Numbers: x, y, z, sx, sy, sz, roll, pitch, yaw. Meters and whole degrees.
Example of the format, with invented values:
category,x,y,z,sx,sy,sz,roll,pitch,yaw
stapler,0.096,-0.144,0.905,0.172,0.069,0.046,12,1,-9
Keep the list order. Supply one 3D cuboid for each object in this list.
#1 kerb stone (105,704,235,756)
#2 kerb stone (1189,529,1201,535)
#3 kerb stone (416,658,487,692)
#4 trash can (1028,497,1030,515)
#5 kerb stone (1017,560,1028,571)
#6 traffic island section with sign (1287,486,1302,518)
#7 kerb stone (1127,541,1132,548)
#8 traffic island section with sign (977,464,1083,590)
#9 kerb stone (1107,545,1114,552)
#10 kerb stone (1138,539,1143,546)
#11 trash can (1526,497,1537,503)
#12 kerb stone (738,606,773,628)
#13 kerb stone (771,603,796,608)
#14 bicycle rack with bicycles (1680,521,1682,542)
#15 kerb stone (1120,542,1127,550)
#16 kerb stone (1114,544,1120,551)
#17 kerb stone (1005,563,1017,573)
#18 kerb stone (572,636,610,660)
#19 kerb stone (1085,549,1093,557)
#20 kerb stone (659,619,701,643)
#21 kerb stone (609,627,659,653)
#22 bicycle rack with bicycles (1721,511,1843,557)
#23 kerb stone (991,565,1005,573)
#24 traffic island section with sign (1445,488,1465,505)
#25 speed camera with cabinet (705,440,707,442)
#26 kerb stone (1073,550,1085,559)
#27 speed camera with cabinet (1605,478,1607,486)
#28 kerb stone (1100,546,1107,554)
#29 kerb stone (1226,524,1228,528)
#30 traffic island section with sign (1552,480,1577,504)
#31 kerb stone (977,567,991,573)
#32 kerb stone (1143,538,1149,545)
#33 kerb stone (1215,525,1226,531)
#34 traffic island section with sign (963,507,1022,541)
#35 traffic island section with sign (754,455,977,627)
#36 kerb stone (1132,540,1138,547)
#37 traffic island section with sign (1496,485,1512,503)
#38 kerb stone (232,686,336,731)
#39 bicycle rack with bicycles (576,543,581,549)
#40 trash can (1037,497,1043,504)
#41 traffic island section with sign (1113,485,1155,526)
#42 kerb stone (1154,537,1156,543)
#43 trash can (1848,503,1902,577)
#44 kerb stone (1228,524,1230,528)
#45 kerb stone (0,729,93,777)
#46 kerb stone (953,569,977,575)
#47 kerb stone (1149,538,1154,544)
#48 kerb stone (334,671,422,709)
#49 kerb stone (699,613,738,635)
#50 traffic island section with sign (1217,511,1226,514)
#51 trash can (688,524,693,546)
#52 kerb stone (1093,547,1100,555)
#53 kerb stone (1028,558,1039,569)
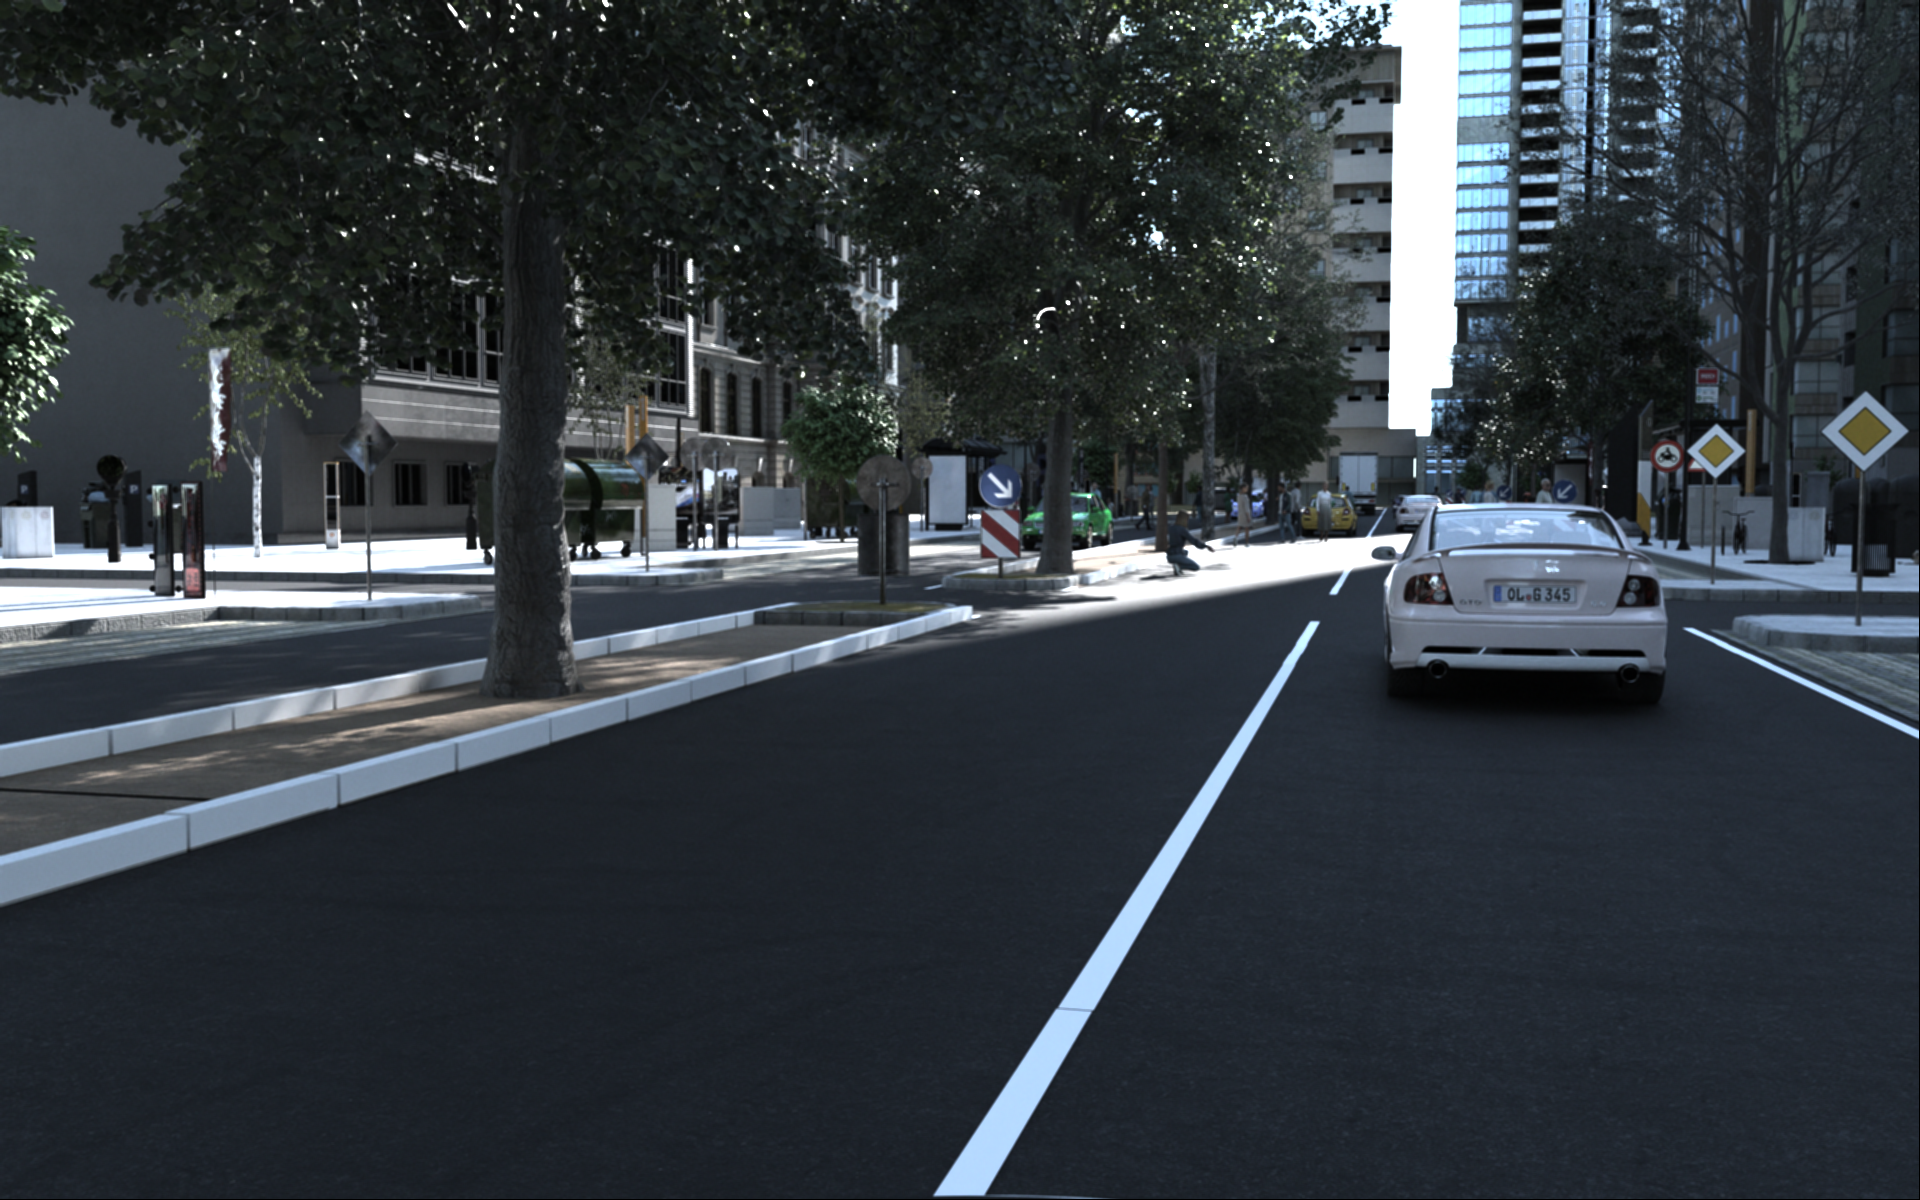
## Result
category,x,y,z,sx,sy,sz,roll,pitch,yaw
kerb stone,-4.562,0.750,9.955,0.120,0.150,1.000,1,4,14
kerb stone,8.311,-2.386,61.205,0.120,0.150,1.000,1,4,14
kerb stone,-3.812,0.567,12.952,0.120,0.150,1.000,1,4,14
trash can,3.806,-5.070,94.544,0.748,1.137,0.748,0,3,0
kerb stone,1.070,-0.617,32.367,0.120,0.150,1.000,1,4,14
traffic island section with sign,19.067,-5.597,99.645,2.006,1.907,1.989,1,4,14
kerb stone,4.310,-1.413,45.301,0.120,0.150,1.000,1,4,14
traffic island section with sign,0.768,-1.139,26.760,2.006,1.907,1.989,1,4,14
kerb stone,3.557,-1.221,42.314,0.120,0.150,1.000,1,4,14
kerb stone,4.807,-1.535,47.294,0.120,0.150,1.000,1,4,14
trash can,26.410,-4.156,79.596,0.748,1.137,0.748,0,3,0
kerb stone,-2.306,0.202,18.926,0.120,0.150,1.000,1,4,14
kerb stone,-2.063,0.139,19.928,0.120,0.150,1.000,1,4,14
bicycle rack with bicycles,20.394,-1.980,45.762,2.852,0.926,2.925,-1,4,-16
kerb stone,4.070,-1.352,44.307,0.120,0.150,1.000,1,4,14
kerb stone,3.813,-1.291,43.308,0.120,0.150,1.000,1,4,14
kerb stone,0.815,-0.556,31.368,0.120,0.150,1.000,1,4,14
kerb stone,-3.316,0.443,14.948,0.120,0.150,1.000,1,4,14
kerb stone,2.817,-1.048,39.327,0.120,0.150,1.000,1,4,14
kerb stone,-2.811,0.321,16.944,0.120,0.150,1.000,1,4,14
kerb stone,-3.058,0.382,15.946,0.120,0.150,1.000,1,4,14
bicycle rack with bicycles,17.369,-1.438,36.901,2.852,0.926,2.925,2,4,24
kerb stone,0.568,-0.498,30.375,0.120,0.150,1.000,1,4,14
traffic island section with sign,35.667,-7.050,123.901,1.989,1.847,2.006,1,4,14
speed camera with cabinet,-8.764,-4.231,63.516,2.038,3.252,0.660,-3,4,-36
kerb stone,2.561,-0.987,38.332,0.120,0.150,1.000,1,4,14
speed camera with cabinet,36.599,-6.172,95.252,2.038,3.252,0.660,2,4,27
kerb stone,3.314,-1.170,41.321,0.120,0.150,1.000,1,4,14
kerb stone,10.812,-2.992,71.134,0.120,0.150,1.000,1,4,14
traffic island section with sign,16.728,-2.437,48.476,1.989,1.847,2.006,1,4,14
kerb stone,0.309,-0.439,29.372,0.120,0.150,1.000,1,4,14
kerb stone,5.065,-1.596,48.283,0.120,0.150,1.000,1,4,14
kerb stone,10.553,-2.931,70.145,0.120,0.150,1.000,1,4,14
traffic island section with sign,1.276,-2.708,52.904,1.989,1.847,2.006,1,4,14
traffic island section with sign,-1.047,-0.700,19.578,2.006,1.907,1.989,1,4,14
kerb stone,4.562,-1.474,46.295,0.120,0.150,1.000,1,4,14
traffic island section with sign,23.288,-4.036,74.624,1.989,1.847,2.006,1,4,14
kerb stone,-4.313,0.688,10.950,0.120,0.150,1.000,1,4,14
bicycle rack with bicycles,-9.753,-1.738,41.799,2.852,0.926,2.925,0,4,3
trash can,3.810,-4.028,77.516,0.748,1.137,0.748,0,3,0
traffic island section with sign,7.839,-4.307,79.051,1.989,1.847,2.006,1,4,14
kerb stone,5.565,-1.716,50.266,0.120,0.150,1.000,1,4,14
trash can,14.238,-0.937,26.978,0.748,1.137,0.748,0,3,0
kerb stone,11.050,-3.054,72.128,0.120,0.150,1.000,1,4,14
kerb stone,-4.818,0.809,8.961,0.120,0.150,1.000,1,4,14
kerb stone,0.060,-0.378,28.379,0.120,0.150,1.000,1,4,14
kerb stone,5.309,-1.656,49.276,0.120,0.150,1.000,1,4,14
kerb stone,-4.060,0.632,11.956,0.120,0.150,1.000,1,4,14
kerb stone,-2.566,0.262,17.938,0.120,0.150,1.000,1,4,14
traffic island section with sign,19.941,-7.254,127.226,1.989,1.847,2.006,1,4,14
trash can,-6.909,-1.924,43.105,0.748,1.137,0.748,0,3,0
kerb stone,3.063,-1.109,40.323,0.120,0.150,1.000,1,4,14
kerb stone,1.321,-0.681,33.357,0.120,0.150,1.000,1,4,14
